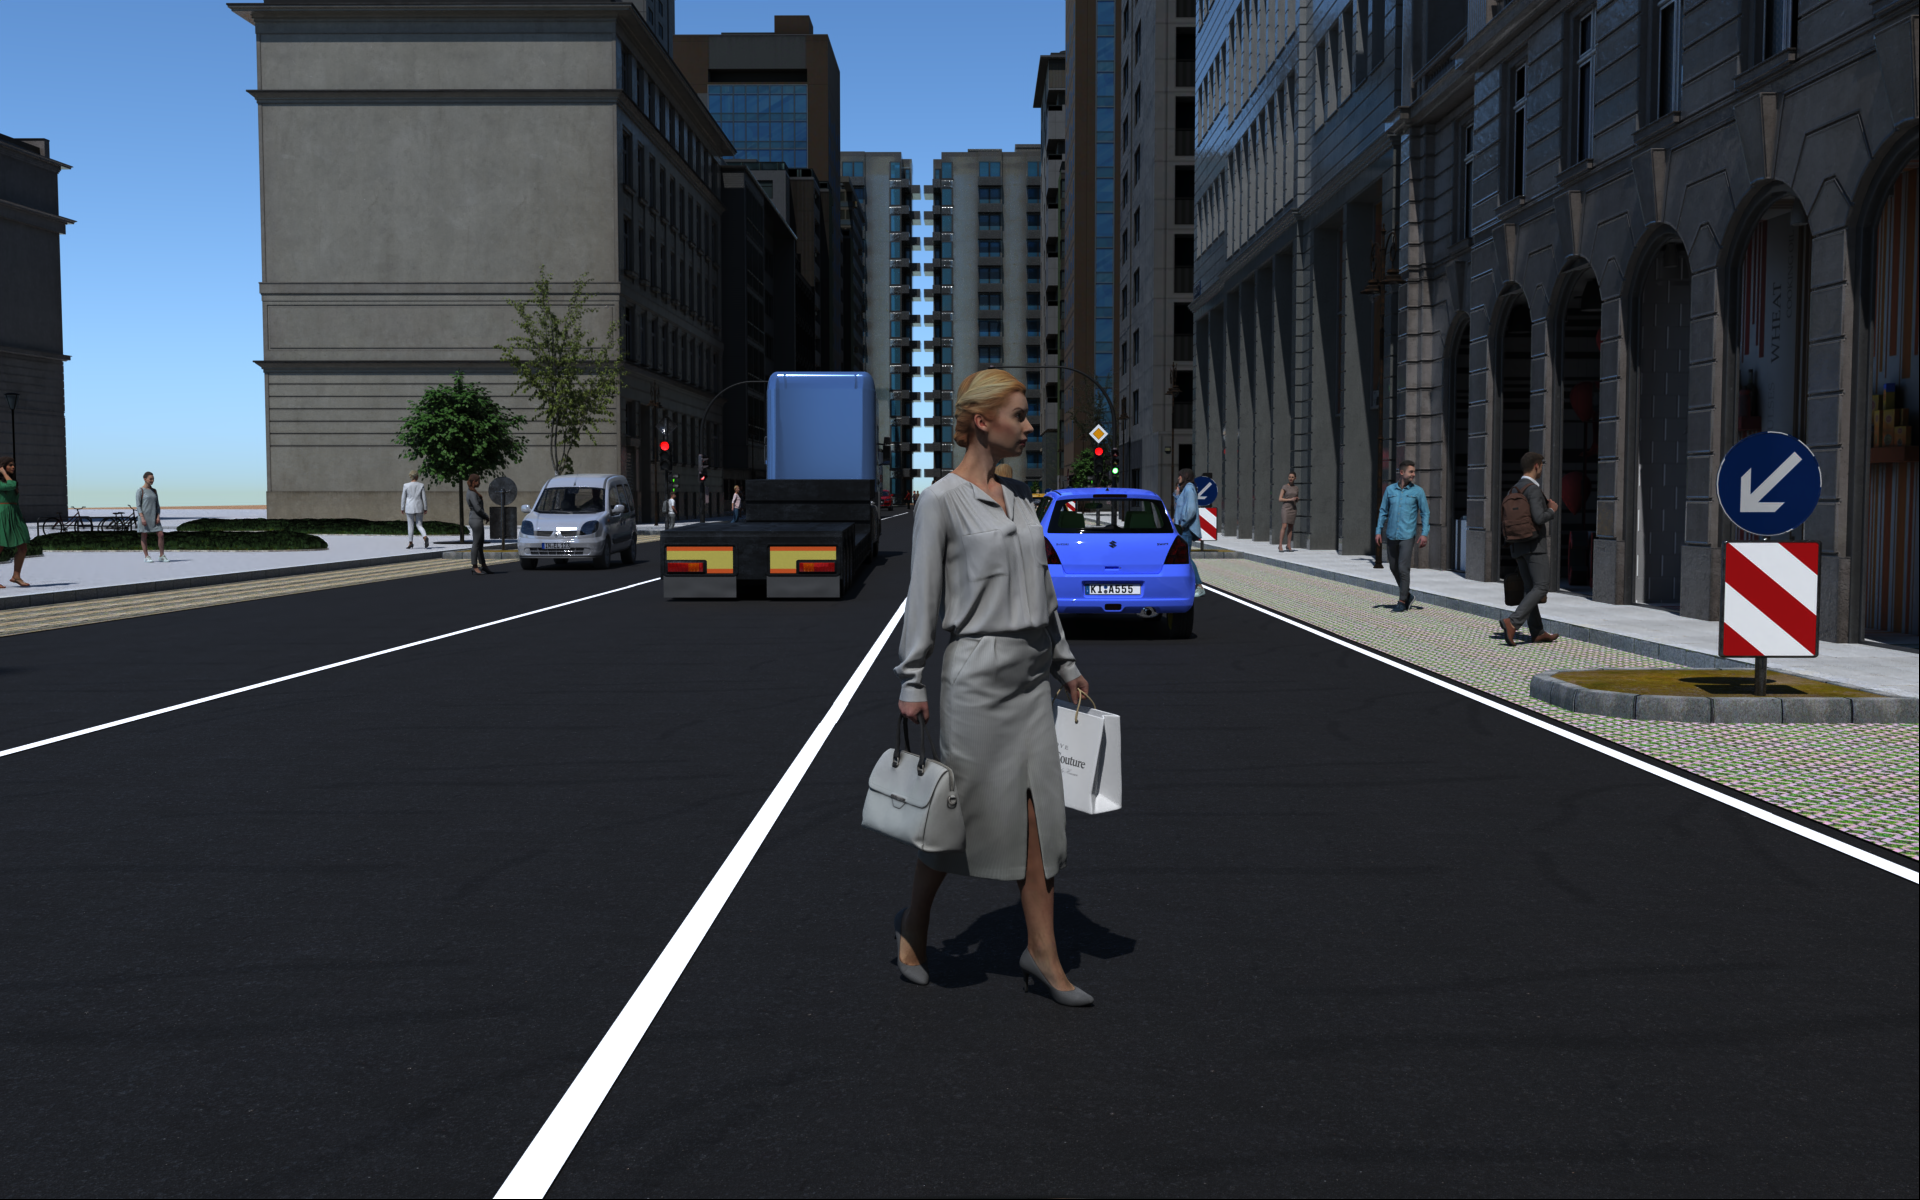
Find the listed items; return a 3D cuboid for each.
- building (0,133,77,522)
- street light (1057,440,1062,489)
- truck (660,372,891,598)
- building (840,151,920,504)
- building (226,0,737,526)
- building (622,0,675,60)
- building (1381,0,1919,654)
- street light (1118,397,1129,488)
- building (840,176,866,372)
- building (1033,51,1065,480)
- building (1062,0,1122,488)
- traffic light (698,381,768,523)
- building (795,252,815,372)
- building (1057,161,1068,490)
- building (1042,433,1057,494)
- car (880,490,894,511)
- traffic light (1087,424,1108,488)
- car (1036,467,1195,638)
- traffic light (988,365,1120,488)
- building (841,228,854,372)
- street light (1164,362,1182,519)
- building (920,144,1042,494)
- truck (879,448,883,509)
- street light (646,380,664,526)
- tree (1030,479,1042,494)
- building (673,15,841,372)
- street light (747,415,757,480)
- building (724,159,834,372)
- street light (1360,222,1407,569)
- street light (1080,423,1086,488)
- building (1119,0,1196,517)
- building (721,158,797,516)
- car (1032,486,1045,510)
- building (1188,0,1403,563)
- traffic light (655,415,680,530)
[{"bbox_3d":[-54.038,-14.326,76.030,24.055,21.916,13.314,0,4,1],"label":"building"},{"bbox_3d":[8.307,-10.468,143.943,0.468,5.910,1.993,0,4,1],"label":"street light"},{"bbox_3d":[-2.945,-2.601,32.280,2.967,4.110,18.799,0,4,-1],"label":"truck"},{"bbox_3d":[-20.586,-37.936,239.865,30.456,49.044,23.786,0,4,1],"label":"building"},{"bbox_3d":[-20.877,-15.341,84.111,16.112,22.955,30.059,0,4,1],"label":"building"},{"bbox_3d":[-45.965,-47.183,209.686,20.611,71.187,20.563,0,4,1],"label":"building"},{"bbox_3d":[13.432,-10.801,18.389,13.314,21.916,24.055,0,4,1],"label":"building"},{"bbox_3d":[7.666,-6.633,81.238,0.468,5.910,1.993,0,4,1],"label":"street light"},{"bbox_3d":[-23.416,-31.343,204.340,23.993,40.220,32.217,0,4,1],"label":"building"},{"bbox_3d":[23.380,-37.653,204.873,28.713,52.752,27.495,0,4,1],"label":"building"},{"bbox_3d":[15.230,-29.455,131.701,14.600,45.320,14.200,0,4,1],"label":"building"},{"bbox_3d":[-8.244,-5.804,69.567,4.771,5.953,1.251,0,4,1],"label":"traffic light"},{"bbox_3d":[-18.334,-18.795,136.981,12.332,23.373,15.834,0,4,1],"label":"building"},{"bbox_3d":[15.559,-23.319,152.964,14.160,30.474,14.107,0,4,1],"label":"building"},{"bbox_3d":[20.090,-52.665,173.738,22.319,86.520,31.000,0,4,1],"label":"building"},{"bbox_3d":[-6.811,-8.554,148.530,2.281,1.827,5.304,0,4,0],"label":"car"},{"bbox_3d":[5.524,-4.923,69.412,0.839,4.253,0.868,0,4,1],"label":"traffic light"},{"bbox_3d":[1.462,-0.545,18.507,1.945,1.707,3.694,0,4,-1],"label":"car"},{"bbox_3d":[3.353,-5.299,61.307,4.771,5.953,1.251,0,4,1],"label":"traffic light"},{"bbox_3d":[-18.589,-25.065,181.519,14.160,30.474,14.107,0,4,1],"label":"building"},{"bbox_3d":[7.461,-5.378,60.719,0.468,5.910,1.993,0,4,1],"label":"street light"},{"bbox_3d":[10.377,-37.927,239.719,30.456,49.044,23.786,0,4,1],"label":"building"},{"bbox_3d":[-6.138,-6.959,102.698,2.839,4.237,11.283,0,4,1],"label":"truck"},{"bbox_3d":[-12.348,-5.962,70.258,0.468,5.910,1.993,0,4,1],"label":"street light"},{"bbox_3d":[9.791,-13.926,222.287,1.663,3.219,1.824,0,3,0],"label":"tree"},{"bbox_3d":[-18.942,-31.610,166.942,14.600,45.320,14.200,0,4,1],"label":"building"},{"bbox_3d":[-12.169,-7.887,101.741,0.468,5.910,1.993,0,4,1],"label":"street light"},{"bbox_3d":[-18.741,-23.337,153.265,14.160,30.474,14.107,0,4,1],"label":"building"},{"bbox_3d":[7.232,-3.484,29.748,0.468,5.910,1.993,0,4,1],"label":"street light"},{"bbox_3d":[7.988,-8.527,112.209,0.468,5.910,1.993,0,4,1],"label":"street light"},{"bbox_3d":[18.131,-38.980,75.575,20.611,71.187,20.563,0,4,1],"label":"building"},{"bbox_3d":[-19.294,-18.042,114.047,14.314,24.678,30.058,0,4,1],"label":"building"},{"bbox_3d":[1.832,-1.906,41.388,2.015,1.641,3.980,0,3,0],"label":"car"},{"bbox_3d":[13.478,-16.421,45.969,11.434,29.767,29.804,0,4,1],"label":"building"},{"bbox_3d":[-10.415,-4.443,61.568,0.839,4.253,0.868,0,4,1],"label":"traffic light"}]
